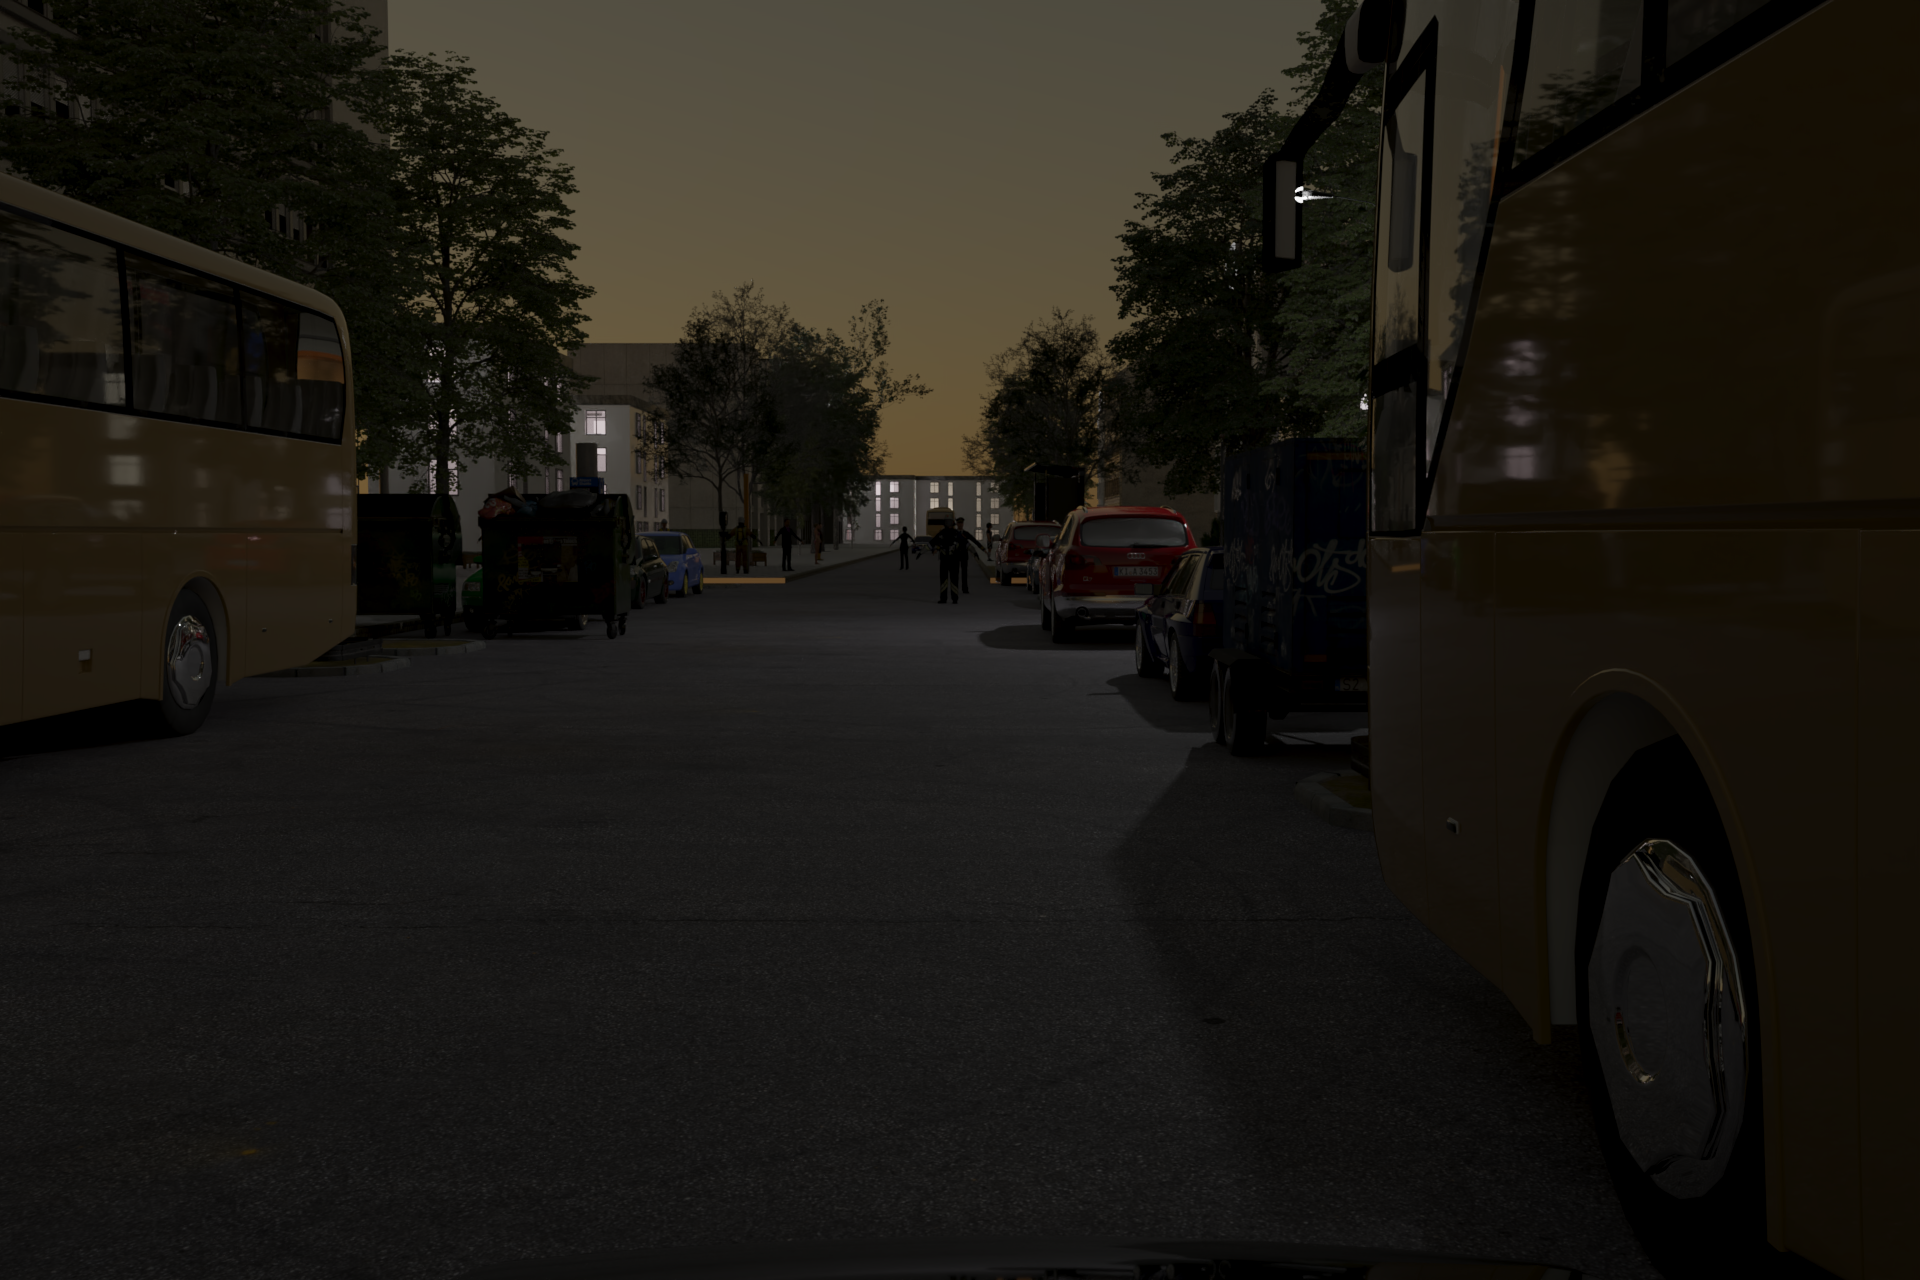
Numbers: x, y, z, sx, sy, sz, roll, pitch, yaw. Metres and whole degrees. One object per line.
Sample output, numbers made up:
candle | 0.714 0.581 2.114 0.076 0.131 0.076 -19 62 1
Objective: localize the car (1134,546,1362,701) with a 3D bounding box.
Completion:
car | 2.660 -0.221 16.202 1.945 1.354 3.894 0 4 -1

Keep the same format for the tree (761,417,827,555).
tree | -10.043 -9.528 106.146 4.737 8.622 4.395 0 3 0

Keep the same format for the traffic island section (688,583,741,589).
traffic island section | -6.925 -1.446 46.516 1.991 0.108 1.994 0 3 0

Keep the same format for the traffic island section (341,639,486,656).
traffic island section | -6.945 0.097 21.276 1.991 0.108 1.994 0 4 0

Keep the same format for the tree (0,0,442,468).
tree | -13.133 -6.836 29.893 7.486 12.596 7.792 0 3 0

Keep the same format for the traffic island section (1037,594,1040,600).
traffic island section | 2.710 -0.941 38.248 1.991 0.108 1.994 0 4 0

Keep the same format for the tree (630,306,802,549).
tree | -10.111 -8.388 71.556 7.601 10.594 8.767 -1 4 -9

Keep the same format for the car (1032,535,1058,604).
car | 2.517 -1.527 34.006 2.155 1.783 4.494 0 4 0

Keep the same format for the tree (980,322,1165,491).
tree | 5.338 -8.653 75.887 8.767 10.594 7.601 -1 4 -14

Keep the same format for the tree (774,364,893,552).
tree | -9.899 -13.127 124.994 12.009 13.543 11.850 0 3 0

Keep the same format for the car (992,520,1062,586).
car | 2.097 -2.505 49.626 2.281 1.827 5.304 0 4 -1

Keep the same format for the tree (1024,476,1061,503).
tree | 5.918 -10.408 120.540 4.737 8.622 4.395 0 3 0

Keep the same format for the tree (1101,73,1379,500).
tree | 8.259 -8.721 49.242 9.857 13.997 8.962 0 3 0

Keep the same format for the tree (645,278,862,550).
tree | -10.369 -10.624 84.076 12.009 13.543 11.850 0 3 0

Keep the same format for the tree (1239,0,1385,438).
tree | 8.807 -6.907 31.054 7.486 12.596 7.792 0 3 0

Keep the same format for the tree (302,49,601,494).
tree | -12.145 -7.540 41.409 7.486 12.596 7.792 0 3 0

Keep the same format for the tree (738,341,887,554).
tree | -9.671 -12.680 113.976 9.857 13.997 8.962 0 3 0

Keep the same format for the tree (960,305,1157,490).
tree | 5.578 -11.126 92.281 12.009 13.543 11.850 0 3 0

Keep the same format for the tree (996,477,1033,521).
tree | 5.149 -12.570 155.880 4.360 8.622 3.978 0 3 0

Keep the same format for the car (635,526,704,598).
car | -7.004 -1.869 40.152 1.945 1.707 3.694 0 4 0

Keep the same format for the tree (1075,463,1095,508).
tree | 15.409 -20.054 246.010 7.486 12.596 7.792 0 3 0

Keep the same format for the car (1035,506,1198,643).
car | 2.218 -0.953 24.252 2.281 1.827 5.304 0 4 0

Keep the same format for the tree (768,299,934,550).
tree | -8.710 -17.298 138.706 12.611 20.169 13.585 0 3 0

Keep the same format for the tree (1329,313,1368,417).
tree | 16.654 -8.428 63.545 9.928 11.665 9.643 0 3 0

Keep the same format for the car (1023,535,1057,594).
car | 2.583 -1.869 42.566 2.014 1.417 4.499 0 4 -1

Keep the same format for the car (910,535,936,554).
car | -2.656 -7.002 127.056 1.945 1.354 3.894 0 4 0

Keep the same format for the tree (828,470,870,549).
tree | -9.280 -12.312 151.658 4.360 8.622 3.978 0 3 0

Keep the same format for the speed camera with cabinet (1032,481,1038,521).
speed camera with cabinet | 3.034 -4.276 64.250 0.660 3.252 2.038 0 4 1

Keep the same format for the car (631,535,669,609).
car | -6.884 -1.496 34.248 2.009 1.686 4.222 0 4 0

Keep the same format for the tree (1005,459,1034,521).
tree | 5.908 -12.014 146.799 4.737 8.622 4.395 0 3 0

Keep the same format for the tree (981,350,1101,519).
tree | 4.982 -11.498 106.113 7.486 12.596 7.792 0 3 0

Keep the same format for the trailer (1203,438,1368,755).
trailer | 2.450 -0.317 12.231 1.471 1.999 3.904 0 3 0

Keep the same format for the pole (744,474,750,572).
pole | -7.207 -3.955 58.499 0.158 3.312 0.155 0 3 0

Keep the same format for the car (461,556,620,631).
car | -6.471 -1.122 27.140 1.959 1.807 4.718 0 4 -1

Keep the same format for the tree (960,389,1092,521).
tree | 5.242 -13.636 133.323 12.009 13.543 11.850 0 3 0
